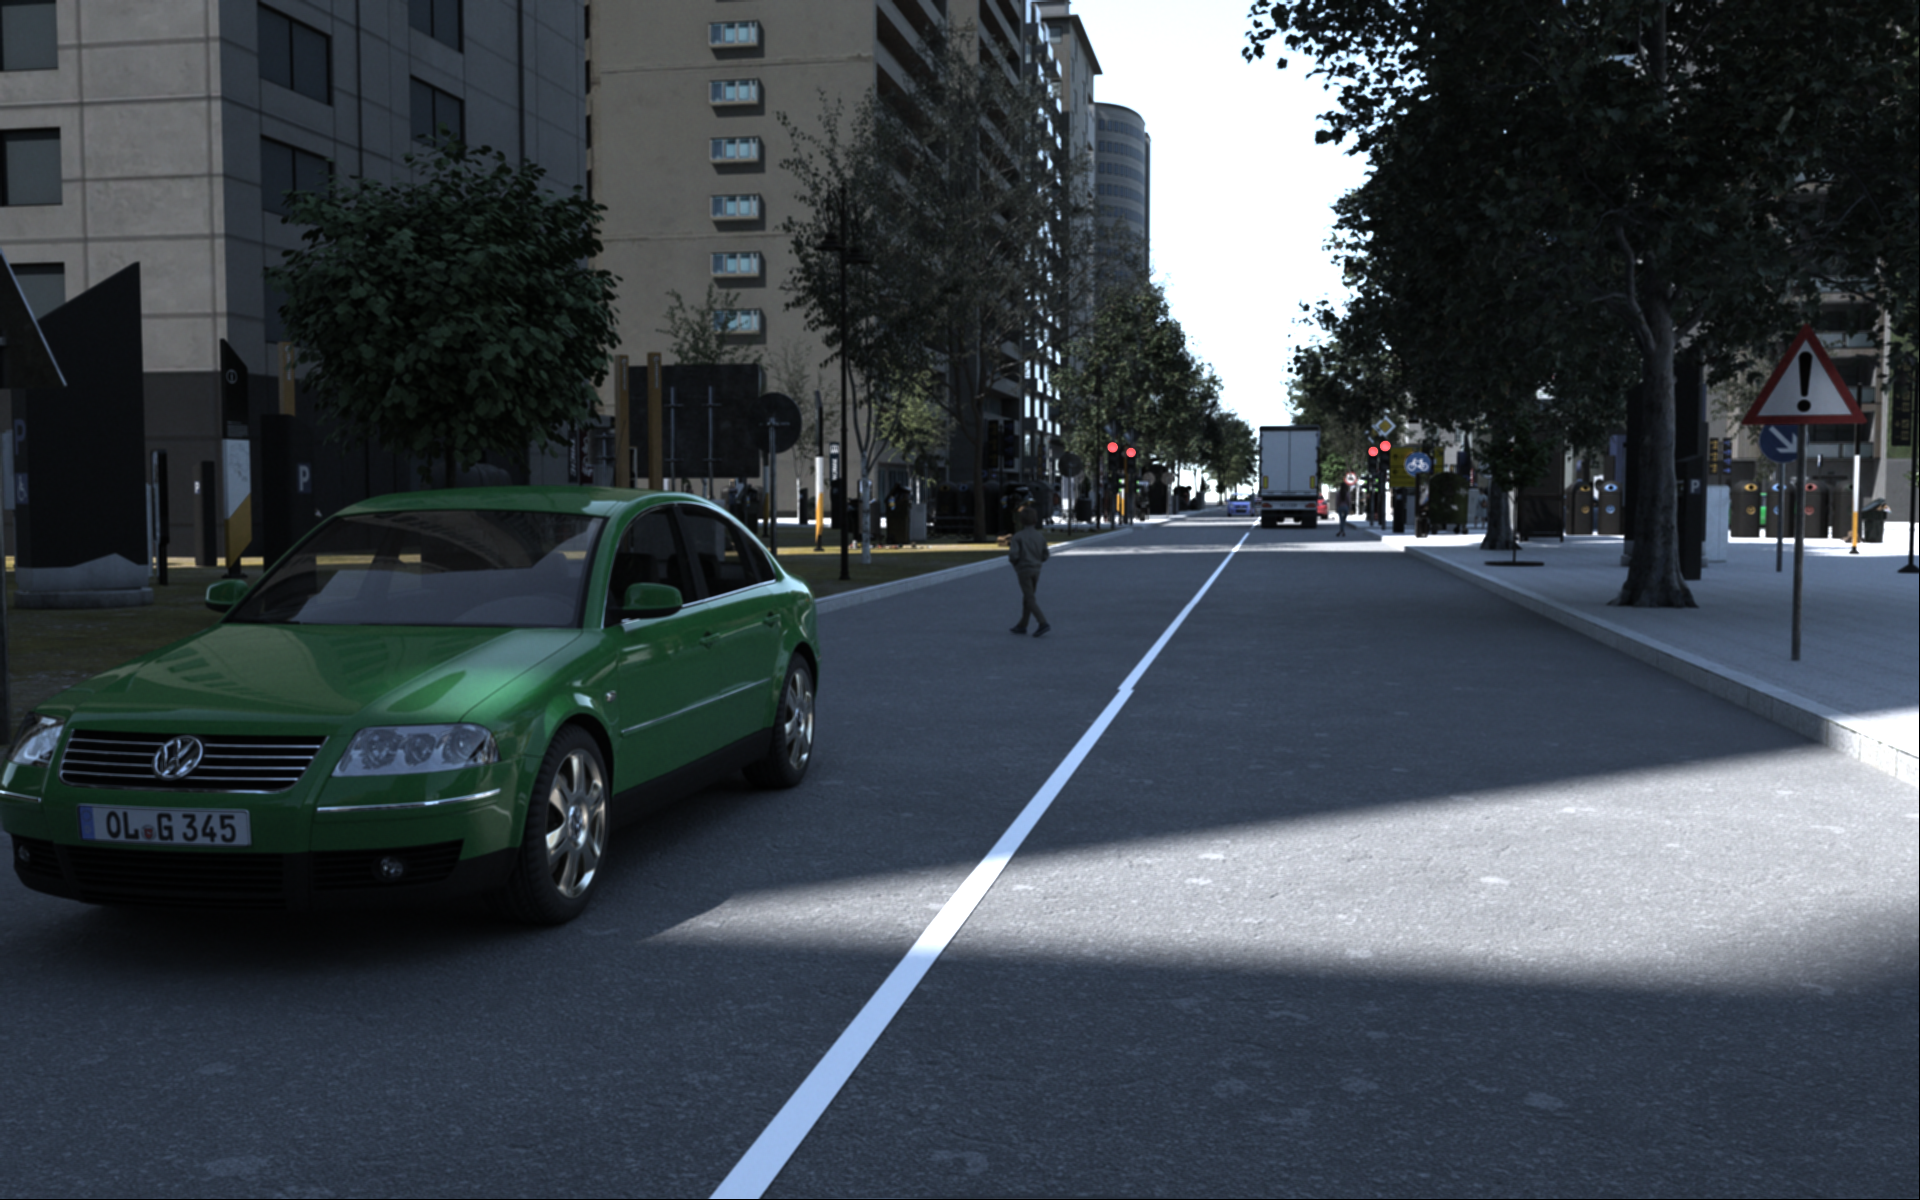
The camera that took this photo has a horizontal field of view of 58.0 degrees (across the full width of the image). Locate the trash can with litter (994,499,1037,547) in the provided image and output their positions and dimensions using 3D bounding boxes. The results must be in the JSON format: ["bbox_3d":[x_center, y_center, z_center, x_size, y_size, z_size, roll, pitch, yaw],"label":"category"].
[{"bbox_3d":[1.342,-1.883,42.180,1.055,1.170,0.624,2,4,26],"label":"trash can with litter"}]

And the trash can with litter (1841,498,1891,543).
[{"bbox_3d":[23.629,-2.066,45.173,1.055,1.170,0.624,0,4,0],"label":"trash can with litter"}]

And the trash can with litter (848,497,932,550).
[{"bbox_3d":[-1.734,-1.823,40.869,2.233,1.210,1.678,-1,4,-9],"label":"trash can with litter"}]

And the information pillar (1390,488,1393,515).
[{"bbox_3d":[25.938,-6.070,103.740,0.304,2.012,0.304,0,4,-1],"label":"information pillar"}]

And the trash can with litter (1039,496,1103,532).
[{"bbox_3d":[3.822,-2.925,58.880,2.233,1.210,1.678,0,4,4],"label":"trash can with litter"}]

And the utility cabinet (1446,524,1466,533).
[{"bbox_3d":[16.669,-2.873,58.138,0.306,1.237,1.020,0,4,-7],"label":"utility cabinet"}]

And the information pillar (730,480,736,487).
[{"bbox_3d":[-11.706,-5.222,89.867,0.304,2.012,0.304,-3,5,-39],"label":"information pillar"}]

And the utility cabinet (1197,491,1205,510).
[{"bbox_3d":[19.751,-8.155,142.012,0.318,1.500,1.173,-1,4,-11],"label":"utility cabinet"}]

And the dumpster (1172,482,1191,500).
[{"bbox_3d":[18.048,-8.496,141.407,1.502,2.255,1.985,1,4,10],"label":"dumpster"}]

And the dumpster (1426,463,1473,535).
[{"bbox_3d":[15.502,-3.227,55.253,1.502,2.255,1.985,1,4,10],"label":"dumpster"}]

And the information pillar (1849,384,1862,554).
[{"bbox_3d":[19.161,-2.793,37.016,0.183,3.616,0.504,2,4,24],"label":"information pillar"}]

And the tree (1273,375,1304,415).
[{"bbox_3d":[51.952,-24.161,250.918,12.611,20.169,13.585,0,3,0],"label":"tree"}]

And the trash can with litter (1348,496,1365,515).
[{"bbox_3d":[23.866,-5.688,104.384,1.055,1.170,0.624,-1,4,-8],"label":"trash can with litter"}]

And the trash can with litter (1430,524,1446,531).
[{"bbox_3d":[16.985,-3.022,60.803,1.055,1.170,0.624,-2,4,-32],"label":"trash can with litter"}]

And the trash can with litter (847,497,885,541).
[{"bbox_3d":[-2.597,-2.227,47.798,0.624,1.170,1.055,3,5,40],"label":"trash can with litter"}]

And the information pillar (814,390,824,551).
[{"bbox_3d":[-3.148,-2.898,38.736,0.183,3.616,0.504,-1,4,-15],"label":"information pillar"}]

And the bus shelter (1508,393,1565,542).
[{"bbox_3d":[16.516,-4.440,50.224,2.179,5.291,8.768,1,4,10],"label":"bus shelter"}]

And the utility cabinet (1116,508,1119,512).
[{"bbox_3d":[11.516,-6.855,120.752,1.173,1.500,0.318,0,4,-1],"label":"utility cabinet"}]

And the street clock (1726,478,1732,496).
[{"bbox_3d":[35.023,-4.551,78.984,0.358,2.002,0.471,2,4,24],"label":"street clock"}]

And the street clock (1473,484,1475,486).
[{"bbox_3d":[35.845,-7.143,121.361,0.358,2.002,0.471,-3,5,-43],"label":"street clock"}]

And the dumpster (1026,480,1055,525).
[{"bbox_3d":[3.237,-4.057,72.098,1.264,1.857,1.865,1,4,10],"label":"dumpster"}]

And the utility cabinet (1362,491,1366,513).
[{"bbox_3d":[29.707,-7.416,129.930,1.173,1.500,0.318,-1,4,-18],"label":"utility cabinet"}]

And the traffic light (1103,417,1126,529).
[{"bbox_3d":[5.622,-4.551,63.328,0.839,4.253,0.868,1,4,10],"label":"traffic light"}]

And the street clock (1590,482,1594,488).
[{"bbox_3d":[36.697,-5.893,100.924,0.471,2.002,0.358,-2,4,-30],"label":"street clock"}]

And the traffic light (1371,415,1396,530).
[{"bbox_3d":[15.078,-4.446,61.610,0.839,4.253,0.868,1,4,10],"label":"traffic light"}]

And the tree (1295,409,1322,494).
[{"bbox_3d":[40.806,-16.537,196.129,9.928,11.665,9.643,0,3,0],"label":"tree"}]

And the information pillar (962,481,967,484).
[{"bbox_3d":[0.266,-5.862,100.330,0.304,2.012,0.304,0,4,1],"label":"information pillar"}]

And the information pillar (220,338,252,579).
[{"bbox_3d":[-11.025,-2.141,26.364,0.183,3.616,0.504,1,4,20],"label":"information pillar"}]

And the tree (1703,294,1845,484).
[{"bbox_3d":[25.481,-6.381,54.698,4.360,8.622,3.978,0,3,0],"label":"tree"}]

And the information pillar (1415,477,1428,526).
[{"bbox_3d":[15.155,-3.204,56.872,0.304,2.012,0.304,-2,4,-34],"label":"information pillar"}]

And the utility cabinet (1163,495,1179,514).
[{"bbox_3d":[13.849,-6.278,113.814,1.020,1.237,0.306,0,4,0],"label":"utility cabinet"}]

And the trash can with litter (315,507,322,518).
[{"bbox_3d":[-13.839,-1.504,35.977,0.624,1.170,1.055,1,4,23],"label":"trash can with litter"}]

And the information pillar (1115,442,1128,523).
[{"bbox_3d":[7.264,-5.254,77.262,0.504,3.616,0.183,1,4,19],"label":"information pillar"}]

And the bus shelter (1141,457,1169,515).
[{"bbox_3d":[12.579,-7.259,109.965,1.731,3.624,6.357,1,4,10],"label":"bus shelter"}]

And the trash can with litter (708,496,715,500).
[{"bbox_3d":[-11.857,-4.268,80.841,1.678,1.210,2.233,1,4,20],"label":"trash can with litter"}]

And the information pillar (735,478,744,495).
[{"bbox_3d":[-9.644,-5.200,76.366,0.504,3.616,0.183,0,4,3],"label":"information pillar"}]

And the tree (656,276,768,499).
[{"bbox_3d":[-8.699,-6.685,59.661,4.737,8.622,4.395,0,3,0],"label":"tree"}]

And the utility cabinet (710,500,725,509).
[{"bbox_3d":[-3.197,-0.522,19.691,1.020,1.237,0.306,1,4,16],"label":"utility cabinet"}]

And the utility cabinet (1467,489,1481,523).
[{"bbox_3d":[22.198,-4.088,75.521,1.173,1.500,0.318,-2,4,-25],"label":"utility cabinet"}]

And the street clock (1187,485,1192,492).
[{"bbox_3d":[19.039,-8.527,143.979,0.471,2.002,0.358,3,4,37],"label":"street clock"}]

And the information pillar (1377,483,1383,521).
[{"bbox_3d":[19.786,-5.499,81.264,0.183,3.616,0.504,0,4,-7],"label":"information pillar"}]

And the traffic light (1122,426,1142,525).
[{"bbox_3d":[7.068,-5.031,71.181,0.839,4.253,0.868,1,4,10],"label":"traffic light"}]

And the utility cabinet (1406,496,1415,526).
[{"bbox_3d":[18.554,-3.593,69.903,1.020,1.237,0.306,1,4,22],"label":"utility cabinet"}]

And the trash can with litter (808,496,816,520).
[{"bbox_3d":[-7.343,-4.463,84.353,0.624,1.170,1.055,3,5,41],"label":"trash can with litter"}]

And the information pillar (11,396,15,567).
[{"bbox_3d":[-16.589,-2.391,30.439,0.183,3.616,0.504,-2,4,-28],"label":"information pillar"}]

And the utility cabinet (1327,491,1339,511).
[{"bbox_3d":[27.545,-7.268,127.508,1.173,1.500,0.318,-2,4,-28],"label":"utility cabinet"}]

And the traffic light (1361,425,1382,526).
[{"bbox_3d":[16.524,-4.926,69.463,0.839,4.253,0.868,1,4,10],"label":"traffic light"}]

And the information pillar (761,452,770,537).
[{"bbox_3d":[-5.753,-3.666,51.295,0.183,3.616,0.504,-1,4,-18],"label":"information pillar"}]

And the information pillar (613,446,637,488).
[{"bbox_3d":[-5.184,-1.367,26.844,0.304,2.012,0.304,-2,4,-29],"label":"information pillar"}]

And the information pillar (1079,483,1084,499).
[{"bbox_3d":[7.890,-6.602,112.430,0.304,2.012,0.304,-1,4,-15],"label":"information pillar"}]
